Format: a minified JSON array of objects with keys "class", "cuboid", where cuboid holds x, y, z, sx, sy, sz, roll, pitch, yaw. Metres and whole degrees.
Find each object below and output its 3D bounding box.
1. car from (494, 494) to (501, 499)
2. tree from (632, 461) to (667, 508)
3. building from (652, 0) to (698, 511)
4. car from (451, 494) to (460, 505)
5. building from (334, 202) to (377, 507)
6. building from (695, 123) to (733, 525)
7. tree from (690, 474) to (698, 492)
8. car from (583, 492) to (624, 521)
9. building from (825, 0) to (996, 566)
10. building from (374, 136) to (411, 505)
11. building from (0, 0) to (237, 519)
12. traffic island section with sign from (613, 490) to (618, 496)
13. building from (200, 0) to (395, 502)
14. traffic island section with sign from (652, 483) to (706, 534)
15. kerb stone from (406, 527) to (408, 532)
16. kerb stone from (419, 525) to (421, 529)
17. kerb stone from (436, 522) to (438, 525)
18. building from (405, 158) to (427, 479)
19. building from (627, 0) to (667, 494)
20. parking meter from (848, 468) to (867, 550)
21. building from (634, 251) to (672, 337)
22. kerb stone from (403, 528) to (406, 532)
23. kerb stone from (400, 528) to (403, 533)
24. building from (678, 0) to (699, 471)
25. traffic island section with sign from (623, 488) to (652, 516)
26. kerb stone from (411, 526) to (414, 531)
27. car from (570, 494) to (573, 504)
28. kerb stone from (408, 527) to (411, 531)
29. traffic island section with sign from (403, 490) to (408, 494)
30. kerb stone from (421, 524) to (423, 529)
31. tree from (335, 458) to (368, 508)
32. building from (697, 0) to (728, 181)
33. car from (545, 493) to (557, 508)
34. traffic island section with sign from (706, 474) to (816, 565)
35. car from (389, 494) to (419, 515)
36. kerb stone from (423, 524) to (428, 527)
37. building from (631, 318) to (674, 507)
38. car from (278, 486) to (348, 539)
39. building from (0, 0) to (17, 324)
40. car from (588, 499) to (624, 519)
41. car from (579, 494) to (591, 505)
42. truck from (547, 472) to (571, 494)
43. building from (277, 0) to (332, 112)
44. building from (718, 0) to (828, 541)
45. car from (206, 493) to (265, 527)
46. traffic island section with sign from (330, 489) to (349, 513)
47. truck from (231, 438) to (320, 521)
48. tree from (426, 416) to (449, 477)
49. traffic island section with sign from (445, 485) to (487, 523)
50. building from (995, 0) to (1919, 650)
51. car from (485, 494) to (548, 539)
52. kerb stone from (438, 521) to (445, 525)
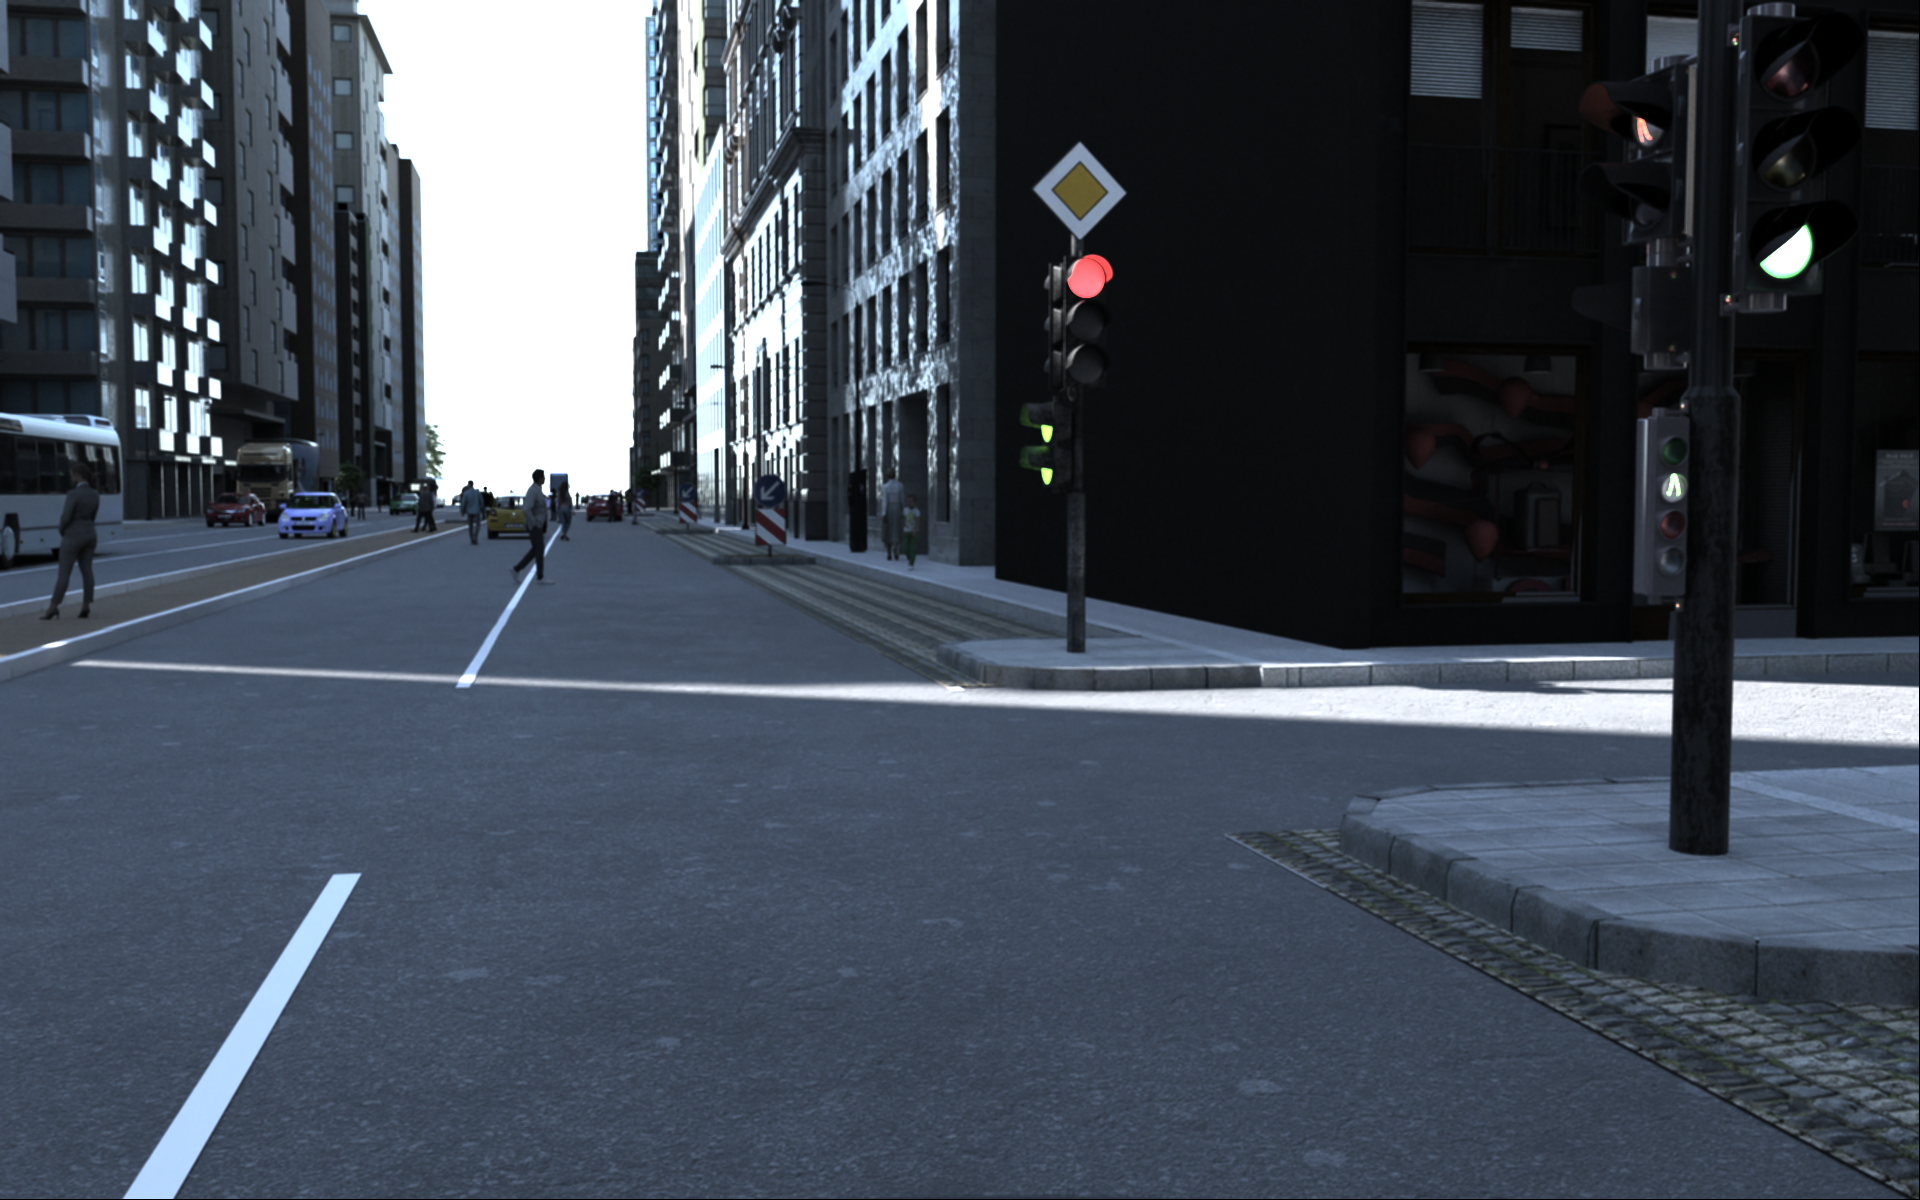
[{"class":"car","cuboid":[-47.903,-10.563,181.496,1.959,1.807,4.718,-1,4,-13]},{"class":"tree","cuboid":[-30.331,-11.346,169.217,4.285,4.588,4.351,0,3,0]},{"class":"building","cuboid":[-14.202,-32.328,148.169,23.786,49.044,30.456,-1,4,-12]},{"class":"car","cuboid":[-66.332,-13.312,229.446,2.131,1.459,4.920,-1,4,-12]},{"class":"building","cuboid":[-65.486,-24.320,169.333,14.160,30.474,14.107,-1,4,-12]},{"class":"building","cuboid":[-6.472,-13.813,80.600,10.420,20.320,16.860,-1,4,-12]},{"class":"tree","cuboid":[-13.279,-5.868,90.549,1.663,3.219,1.824,0,3,0]},{"class":"car","cuboid":[-18.948,-5.081,92.111,2.155,1.783,4.494,-1,4,-13]},{"class":"building","cuboid":[3.262,-11.299,39.488,10.420,20.320,16.860,-1,4,-12]},{"class":"building","cuboid":[-75.549,-34.223,209.659,14.600,45.320,14.200,-1,4,-12]},{"class":"building","cuboid":[-54.200,-29.032,94.280,23.786,49.044,30.456,-1,4,-12]},{"class":"traffic island section with sign","cuboid":[-26.525,-7.918,138.080,1.989,1.847,2.006,-1,4,-12]},{"class":"building","cuboid":[-77.013,-36.584,187.391,28.713,52.752,27.495,-1,4,-12]},{"class":"traffic island section with sign","cuboid":[-9.971,-3.293,62.476,1.989,1.847,2.006,-1,4,-12]},{"class":"kerb stone","cuboid":[-20.789,-2.595,64.628,0.120,0.150,1.000,-1,4,-12]},{"class":"kerb stone","cuboid":[-21.887,-2.901,69.633,0.120,0.150,1.000,-1,4,-12]},{"class":"kerb stone","cuboid":[-23.637,-3.392,77.661,0.120,0.150,1.000,-1,4,-12]},{"class":"building","cuboid":[-77.074,-35.094,223.897,14.600,45.320,14.200,-1,4,-12]},{"class":"building","cuboid":[-32.743,-56.066,229.353,22.319,86.520,31.000,-1,4,-12]},{"class":"parking meter","cuboid":[-2.334,-2.066,39.492,0.399,1.863,0.255,-1,4,-22]},{"class":"building","cuboid":[-31.921,-26.684,207.978,14.160,30.474,14.107,-1,4,-12]},{"class":"kerb stone","cuboid":[-20.565,-2.534,63.631,0.120,0.150,1.000,-1,4,-12]},{"class":"kerb stone","cuboid":[-20.349,-2.473,62.632,0.120,0.150,1.000,-1,4,-12]},{"class":"building","cuboid":[-5.235,-32.487,120.403,28.713,52.752,27.495,-1,4,-12]},{"class":"traffic island section with sign","cuboid":[-20.727,-6.296,111.570,1.989,1.847,2.006,-1,4,-12]},{"class":"kerb stone","cuboid":[-21.226,-2.714,66.632,0.120,0.150,1.000,-1,4,-12]},{"class":"car","cuboid":[-52.155,-13.481,229.207,1.959,1.807,4.718,-1,4,-14]},{"class":"kerb stone","cuboid":[-21.009,-2.656,65.626,0.120,0.150,1.000,-1,4,-12]},{"class":"traffic island section with sign","cuboid":[-59.894,-10.916,187.104,1.989,1.847,2.006,-1,4,-12]},{"class":"kerb stone","cuboid":[-22.108,-2.962,70.631,0.120,0.150,1.000,-1,4,-12]},{"class":"tree","cuboid":[-55.840,-10.658,157.978,4.285,4.588,4.351,0,3,0]},{"class":"building","cuboid":[-7.979,-25.402,98.916,14.154,41.232,14.086,-1,4,-12]},{"class":"car","cuboid":[-35.641,-8.629,150.680,1.945,1.707,3.694,-1,4,-11]},{"class":"traffic island section with sign","cuboid":[-4.090,-1.650,35.609,1.989,1.847,2.006,-1,4,-12]},{"class":"car","cuboid":[-38.267,-6.778,119.613,1.959,1.807,4.718,-1,4,-10]},{"class":"kerb stone","cuboid":[-22.542,-3.085,72.629,0.120,0.150,1.000,-1,4,-12]},{"class":"building","cuboid":[-21.101,-20.956,187.666,27.650,21.520,28.899,-1,4,-12]},{"class":"car","cuboid":[-21.230,-2.890,56.848,1.945,1.707,3.694,-1,4,-11]},{"class":"building","cuboid":[-63.216,-32.635,122.828,28.713,52.752,27.495,-1,4,-12]},{"class":"car","cuboid":[-20.739,-5.480,101.389,2.131,1.459,4.920,-1,4,-10]},{"class":"car","cuboid":[-48.550,-13.048,225.339,2.014,1.417,4.499,-1,4,-12]},{"class":"truck","cuboid":[-48.132,-13.367,208.314,2.967,4.110,18.799,-1,4,-14]},{"class":"building","cuboid":[-60.560,-30.264,144.933,14.600,45.320,14.200,-1,4,-12]},{"class":"building","cuboid":[-1.323,-16.052,59.711,12.463,27.353,25.104,-1,4,-12]},{"class":"car","cuboid":[-31.984,-4.126,76.494,2.155,1.783,4.494,-1,4,-11]},{"class":"traffic island section with sign","cuboid":[-48.145,-7.630,133.375,1.989,1.847,2.006,-1,4,-12]},{"class":"truck","cuboid":[-35.301,-6.164,89.692,2.839,4.237,11.283,-1,4,-12]},{"class":"tree","cuboid":[-73.985,-19.583,238.310,7.486,12.596,7.792,0,3,0]},{"class":"traffic island section with sign","cuboid":[-24.229,-4.710,85.137,2.006,1.907,1.989,-1,4,-12]},{"class":"building","cuboid":[9.570,-11.717,21.245,15.834,23.373,12.332,-1,4,-12]},{"class":"car","cuboid":[-14.529,-2.843,56.703,2.015,1.641,3.980,-1,4,-12]},{"class":"kerb stone","cuboid":[-24.518,-3.637,81.663,0.120,0.150,1.000,-1,4,-12]}]
